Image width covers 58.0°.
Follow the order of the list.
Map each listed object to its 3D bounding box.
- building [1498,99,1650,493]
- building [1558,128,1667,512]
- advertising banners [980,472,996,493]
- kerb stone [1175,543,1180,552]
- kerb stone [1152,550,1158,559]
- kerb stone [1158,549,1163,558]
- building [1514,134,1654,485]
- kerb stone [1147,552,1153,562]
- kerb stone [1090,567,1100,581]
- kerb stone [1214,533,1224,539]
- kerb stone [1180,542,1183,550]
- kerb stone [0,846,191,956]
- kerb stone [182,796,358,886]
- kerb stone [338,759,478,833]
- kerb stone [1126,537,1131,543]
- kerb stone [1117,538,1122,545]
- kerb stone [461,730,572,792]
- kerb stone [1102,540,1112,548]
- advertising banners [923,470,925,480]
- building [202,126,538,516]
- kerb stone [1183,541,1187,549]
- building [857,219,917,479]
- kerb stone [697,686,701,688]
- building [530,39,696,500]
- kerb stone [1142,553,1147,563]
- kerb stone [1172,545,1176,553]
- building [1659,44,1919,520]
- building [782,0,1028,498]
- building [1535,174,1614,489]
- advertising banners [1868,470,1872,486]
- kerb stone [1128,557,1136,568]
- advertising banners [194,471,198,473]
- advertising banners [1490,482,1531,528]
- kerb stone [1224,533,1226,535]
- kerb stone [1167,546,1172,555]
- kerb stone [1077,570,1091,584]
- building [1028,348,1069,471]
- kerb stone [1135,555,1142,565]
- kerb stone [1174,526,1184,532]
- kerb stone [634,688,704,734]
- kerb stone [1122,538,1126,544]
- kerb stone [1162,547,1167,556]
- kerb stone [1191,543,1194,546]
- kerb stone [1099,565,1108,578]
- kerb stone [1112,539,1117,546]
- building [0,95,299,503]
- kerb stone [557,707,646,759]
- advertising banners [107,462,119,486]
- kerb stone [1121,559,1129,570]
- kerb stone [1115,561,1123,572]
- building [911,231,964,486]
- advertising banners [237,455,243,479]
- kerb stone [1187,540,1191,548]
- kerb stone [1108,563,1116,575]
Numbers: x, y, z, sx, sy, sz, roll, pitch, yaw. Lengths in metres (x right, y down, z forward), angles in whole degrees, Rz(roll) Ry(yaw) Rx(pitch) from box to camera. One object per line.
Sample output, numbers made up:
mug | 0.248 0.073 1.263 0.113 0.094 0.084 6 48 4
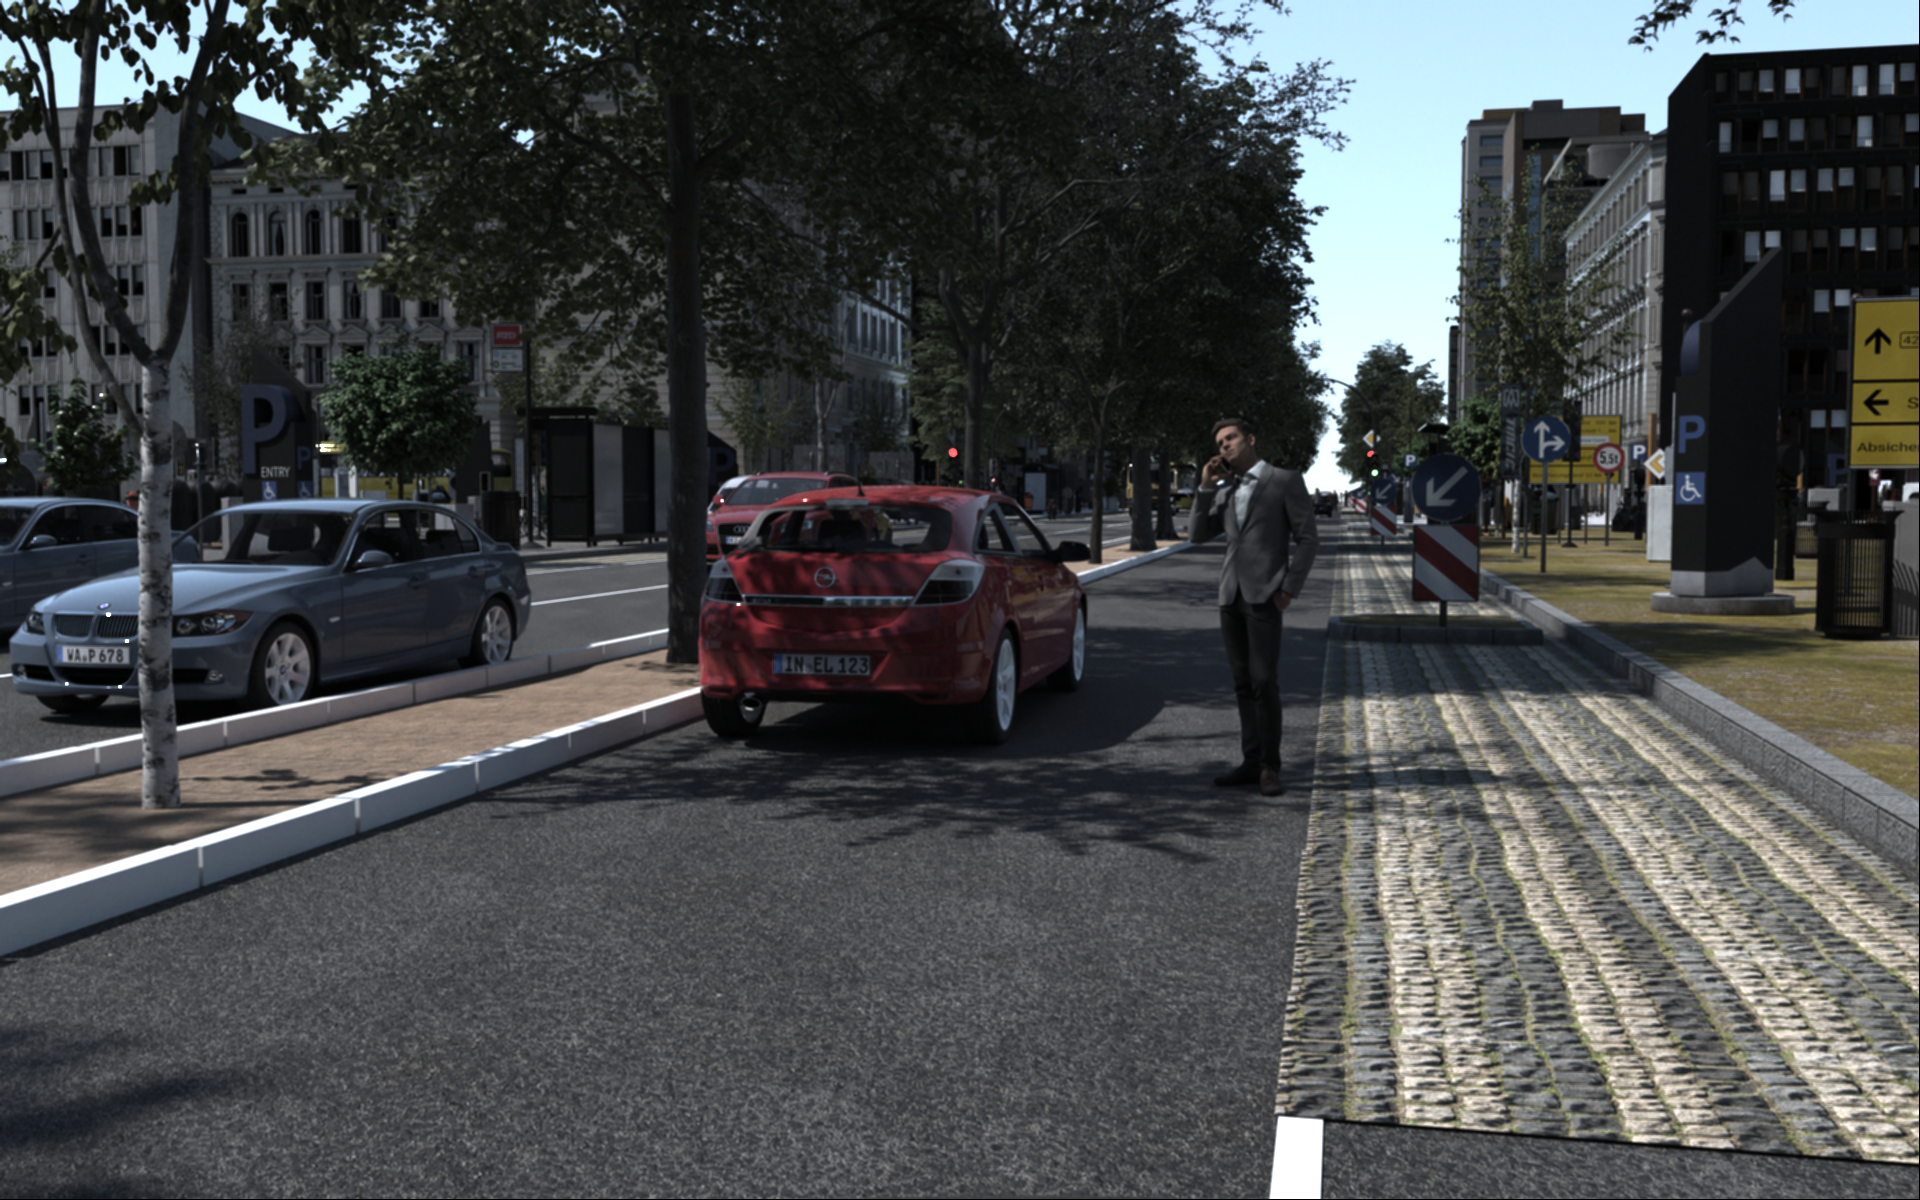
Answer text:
building | 69.218 -33.443 196.908 14.600 45.320 14.200 1 4 12
building | 53.568 -21.131 121.913 17.030 29.872 44.131 1 4 12
advertising banners | 2.314 -8.628 137.251 2.074 3.025 0.090 -2 4 -28
kerb stone | 5.266 -1.260 42.843 0.120 0.150 1.000 1 4 12
kerb stone | 4.149 -0.957 37.835 0.120 0.150 1.000 1 4 12
kerb stone | 4.382 -1.015 38.831 0.120 0.150 1.000 1 4 12
building | 73.477 -29.647 176.603 32.217 40.220 23.993 1 4 12
kerb stone | 3.939 -0.895 36.834 0.120 0.150 1.000 1 4 12
kerb stone | 2.161 -0.406 28.834 0.120 0.150 1.000 1 4 12
kerb stone | 8.811 -2.244 58.883 0.120 0.150 1.000 1 4 12
kerb stone | 5.478 -1.324 43.843 0.120 0.150 1.000 1 4 12
kerb stone | -2.935 1.001 5.824 0.120 0.150 1.000 1 4 12
kerb stone | -2.714 0.944 6.823 0.120 0.150 1.000 1 4 12
kerb stone | -2.487 0.879 7.819 0.120 0.150 1.000 1 4 12
kerb stone | 4.777 -1.719 50.319 0.120 0.150 1.000 1 4 12
kerb stone | 4.326 -1.596 48.313 0.120 0.150 1.000 1 4 12
kerb stone | -2.266 0.818 8.826 0.120 0.150 1.000 1 4 12
kerb stone | 3.882 -1.475 46.317 0.120 0.150 1.000 1 4 12
advertising banners | -2.977 -7.888 125.149 0.090 3.025 2.074 1 4 23
building | -34.493 -16.956 106.117 19.941 23.489 11.050 1 4 12
kerb stone | 5.711 -1.385 44.844 0.120 0.150 1.000 1 4 12
building | -11.812 -20.821 126.325 13.634 28.700 20.117 1 4 12
kerb stone | -1.608 0.634 11.823 0.120 0.150 1.000 1 4 12
building | -15.896 -19.604 106.426 13.634 28.700 20.117 1 4 12
kerb stone | 3.712 -0.833 35.838 0.120 0.150 1.000 1 4 12
kerb stone | 5.044 -1.196 41.844 0.120 0.150 1.000 1 4 12
building | 45.874 -15.897 89.595 15.834 23.373 12.332 1 4 12
building | -5.754 -33.292 168.027 21.300 48.544 21.600 1 4 12
building | 60.647 -23.765 160.258 14.160 30.474 14.107 1 4 12
advertising banners | 29.483 -3.573 54.612 0.090 3.025 2.074 -2 4 -25
kerb stone | 3.263 -0.712 33.843 0.120 0.150 1.000 1 4 12
advertising banners | -35.512 -5.078 79.208 0.090 3.025 2.074 2 4 33
advertising banners | 20.724 -4.230 65.344 2.074 3.025 0.090 -2 4 -24
kerb stone | 9.044 -2.305 59.879 0.120 0.150 1.000 1 4 12
kerb stone | 4.827 -1.138 40.840 0.120 0.150 1.000 1 4 12
kerb stone | 1.937 -0.344 27.833 0.120 0.150 1.000 1 4 12
building | -3.646 -21.355 194.197 27.650 21.520 28.899 1 4 12
kerb stone | 3.491 -0.773 34.840 0.120 0.150 1.000 1 4 12
kerb stone | 8.536 -2.761 67.331 0.120 0.150 1.000 1 4 12
kerb stone | -1.826 0.696 10.824 0.120 0.150 1.000 1 4 12
kerb stone | 4.545 -1.659 49.315 0.120 0.150 1.000 1 4 12
kerb stone | 4.599 -1.077 39.830 0.120 0.150 1.000 1 4 12
kerb stone | 6.146 -1.506 46.849 0.120 0.150 1.000 1 4 12
kerb stone | 2.377 -0.467 29.833 0.120 0.150 1.000 1 4 12
kerb stone | 4.103 -1.536 47.315 0.120 0.150 1.000 1 4 12
building | -54.007 -17.907 110.801 19.932 24.808 12.078 1 4 12
kerb stone | -2.049 0.757 9.825 0.120 0.150 1.000 1 4 12
advertising banners | -26.690 -3.499 53.404 0.090 3.025 2.074 1 4 22
kerb stone | 3.043 -0.651 32.844 0.120 0.150 1.000 1 4 12
kerb stone | 2.828 -0.585 31.841 0.120 0.150 1.000 1 4 12
building | -7.387 -19.242 144.291 12.332 23.373 15.834 1 4 12
advertising banners | -31.228 -4.953 77.175 2.074 3.025 0.090 0 4 8
kerb stone | 5.932 -1.445 45.849 0.120 0.150 1.000 1 4 12
kerb stone | 2.606 -0.529 30.837 0.120 0.150 1.000 1 4 12
